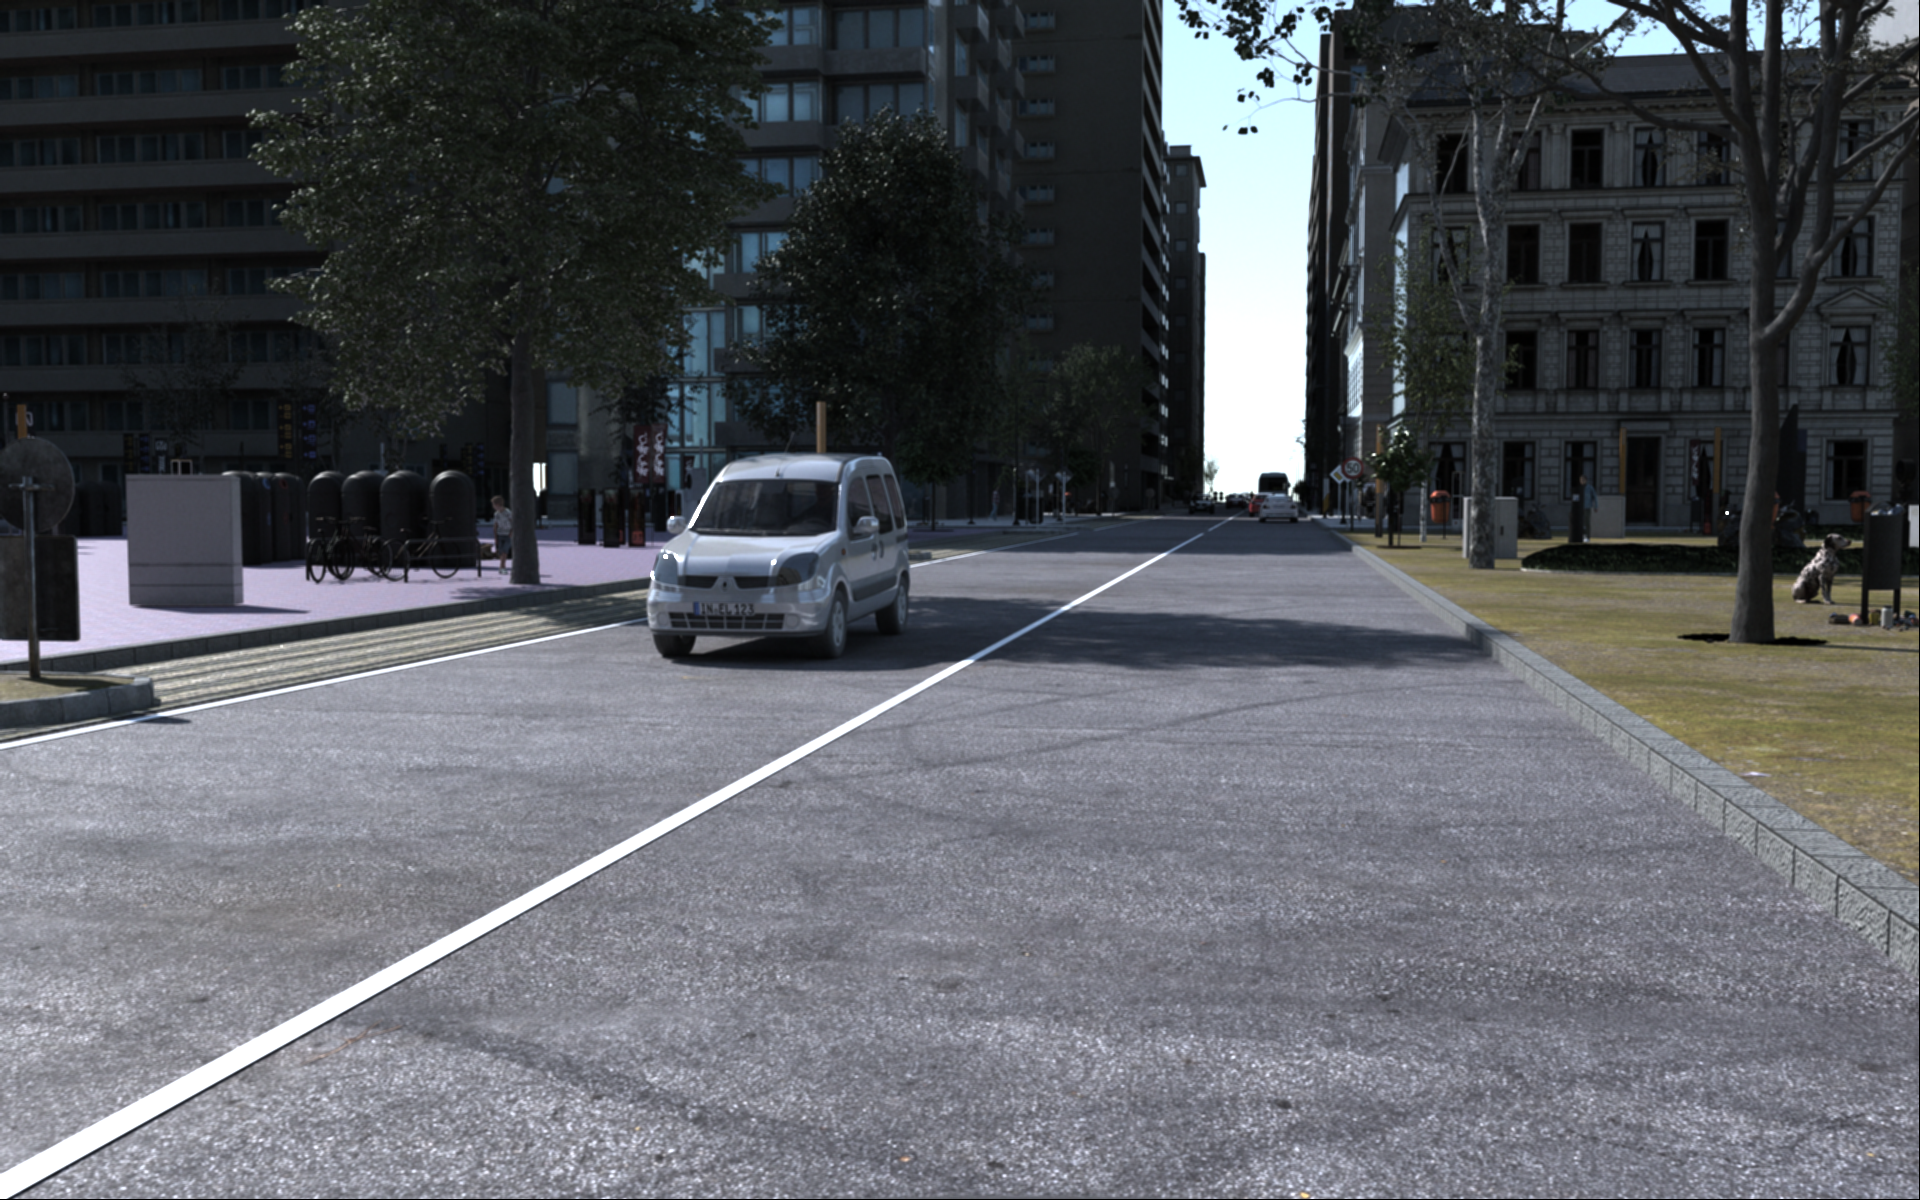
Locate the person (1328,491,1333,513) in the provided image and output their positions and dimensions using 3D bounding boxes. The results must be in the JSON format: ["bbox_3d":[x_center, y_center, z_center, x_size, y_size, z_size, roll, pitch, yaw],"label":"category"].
[{"bbox_3d":[24.702,-6.742,116.236,0.622,1.834,0.822,-1,4,-8],"label":"person"}]

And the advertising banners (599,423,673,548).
[{"bbox_3d":[-7.893,-2.807,42.085,0.090,3.025,2.074,3,5,42],"label":"advertising banners"}]

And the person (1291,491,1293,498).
[{"bbox_3d":[53.291,-16.614,277.823,0.705,1.807,1.348,1,4,9],"label":"person"}]

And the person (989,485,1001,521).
[{"bbox_3d":[1.650,-4.603,82.146,0.643,1.720,0.563,0,4,-5],"label":"person"}]

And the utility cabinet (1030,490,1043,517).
[{"bbox_3d":[3.975,-5.261,94.696,1.173,1.500,0.318,2,4,27],"label":"utility cabinet"}]

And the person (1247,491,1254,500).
[{"bbox_3d":[35.770,-12.488,212.302,1.348,1.869,0.705,0,4,6],"label":"person"}]

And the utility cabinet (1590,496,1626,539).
[{"bbox_3d":[18.781,-2.397,50.358,1.020,1.237,0.306,2,4,35],"label":"utility cabinet"}]

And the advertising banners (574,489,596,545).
[{"bbox_3d":[-8.754,-2.916,43.860,2.074,3.025,0.090,0,4,5],"label":"advertising banners"}]

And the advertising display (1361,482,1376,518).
[{"bbox_3d":[21.984,-5.369,93.000,0.974,1.923,0.123,-1,4,-16],"label":"advertising display"}]

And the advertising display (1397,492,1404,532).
[{"bbox_3d":[14.815,-3.288,58.974,0.123,1.923,0.974,-1,4,-14],"label":"advertising display"}]

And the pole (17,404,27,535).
[{"bbox_3d":[-21.349,-2.793,39.502,0.158,3.312,0.155,0,3,0],"label":"pole"}]

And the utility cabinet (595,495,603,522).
[{"bbox_3d":[-16.553,-4.127,78.632,1.020,1.237,0.306,2,4,33],"label":"utility cabinet"}]

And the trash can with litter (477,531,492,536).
[{"bbox_3d":[-15.504,-2.596,53.509,2.233,1.210,1.678,2,4,26],"label":"trash can with litter"}]

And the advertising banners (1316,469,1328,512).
[{"bbox_3d":[25.445,-7.664,121.498,0.090,3.025,2.074,-2,4,-25],"label":"advertising banners"}]

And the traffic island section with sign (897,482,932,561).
[{"bbox_3d":[-1.683,-1.790,37.891,1.989,1.847,2.006,1,4,10],"label":"traffic island section with sign"}]

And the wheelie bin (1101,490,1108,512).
[{"bbox_3d":[10.026,-6.924,121.121,0.693,1.594,0.980,0,4,5],"label":"wheelie bin"}]

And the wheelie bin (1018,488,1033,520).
[{"bbox_3d":[3.214,-4.793,86.266,0.980,1.594,0.693,3,5,39],"label":"wheelie bin"}]

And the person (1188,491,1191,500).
[{"bbox_3d":[24.037,-10.501,181.102,0.530,1.710,0.541,2,4,29],"label":"person"}]

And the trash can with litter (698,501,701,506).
[{"bbox_3d":[-17.403,-6.451,116.864,1.055,1.170,0.624,0,4,8],"label":"trash can with litter"}]

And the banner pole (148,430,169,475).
[{"bbox_3d":[-31.353,-4.751,67.696,0.863,3.779,0.401,-2,4,-26],"label":"banner pole"}]

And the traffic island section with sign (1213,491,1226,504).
[{"bbox_3d":[41.750,-16.367,276.227,1.989,1.847,2.006,1,4,10],"label":"traffic island section with sign"}]

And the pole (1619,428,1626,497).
[{"bbox_3d":[20.389,-3.639,53.335,0.158,3.312,0.155,0,3,0],"label":"pole"}]

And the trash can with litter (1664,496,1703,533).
[{"bbox_3d":[24.503,-2.825,57.254,1.678,1.210,2.233,-1,4,-14],"label":"trash can with litter"}]

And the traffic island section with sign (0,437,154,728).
[{"bbox_3d":[-6.509,-0.168,11.369,1.989,1.847,2.006,1,4,10],"label":"traffic island section with sign"}]

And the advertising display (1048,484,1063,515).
[{"bbox_3d":[5.977,-6.268,107.701,0.974,1.923,0.123,1,4,12],"label":"advertising display"}]

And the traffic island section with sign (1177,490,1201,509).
[{"bbox_3d":[22.105,-9.778,168.496,1.989,1.847,2.006,1,4,10],"label":"traffic island section with sign"}]

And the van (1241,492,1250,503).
[{"bbox_3d":[47.823,-17.336,290.449,2.013,2.044,4.112,1,4,11],"label":"van"}]

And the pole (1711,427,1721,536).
[{"bbox_3d":[23.056,-3.606,52.799,0.158,3.312,0.155,0,3,0],"label":"pole"}]

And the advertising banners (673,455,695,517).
[{"bbox_3d":[-13.006,-5.022,78.304,2.074,3.025,0.090,-1,4,-9],"label":"advertising banners"}]

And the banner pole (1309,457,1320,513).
[{"bbox_3d":[24.189,-7.818,117.838,0.863,3.779,0.401,0,4,3],"label":"banner pole"}]

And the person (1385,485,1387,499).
[{"bbox_3d":[23.546,-5.459,95.410,0.853,1.813,0.709,2,4,32],"label":"person"}]

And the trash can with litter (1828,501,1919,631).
[{"bbox_3d":[9.479,-0.373,17.150,2.233,1.210,1.678,-2,4,-28],"label":"trash can with litter"}]

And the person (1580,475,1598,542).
[{"bbox_3d":[16.685,-2.435,46.193,0.444,1.785,0.601,-2,4,-34],"label":"person"}]

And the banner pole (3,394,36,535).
[{"bbox_3d":[-23.677,-3.276,43.577,0.863,3.779,0.401,-2,4,-24],"label":"banner pole"}]

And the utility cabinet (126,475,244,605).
[{"bbox_3d":[-8.862,-0.681,19.820,1.173,1.500,0.318,0,4,-2],"label":"utility cabinet"}]

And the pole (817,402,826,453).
[{"bbox_3d":[-3.060,-2.718,38.280,0.158,3.312,0.155,0,3,0],"label":"pole"}]

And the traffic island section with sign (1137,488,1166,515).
[{"bbox_3d":[13.125,-6.757,119.102,1.989,1.847,2.006,1,4,10],"label":"traffic island section with sign"}]

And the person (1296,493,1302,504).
[{"bbox_3d":[44.424,-13.408,226.057,1.217,1.735,0.721,1,4,16],"label":"person"}]

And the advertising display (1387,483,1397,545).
[{"bbox_3d":[10.678,-2.304,42.880,0.123,1.923,0.974,1,4,13],"label":"advertising display"}]

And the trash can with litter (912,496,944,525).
[{"bbox_3d":[-1.151,-3.708,71.688,1.678,1.210,2.233,1,4,22],"label":"trash can with litter"}]

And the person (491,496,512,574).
[{"bbox_3d":[-7.314,-1.042,27.771,0.352,1.250,0.332,-3,4,-39],"label":"person"}]

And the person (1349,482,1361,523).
[{"bbox_3d":[17.809,-4.406,77.967,0.818,1.842,0.514,-2,4,-26],"label":"person"}]

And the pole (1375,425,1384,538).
[{"bbox_3d":[12.388,-3.504,51.138,0.158,3.312,0.155,0,3,0],"label":"pole"}]

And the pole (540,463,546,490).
[{"bbox_3d":[-27.654,-7.374,114.414,0.158,3.312,0.155,0,3,0],"label":"pole"}]

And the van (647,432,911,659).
[{"bbox_3d":[-1.620,-0.580,16.490,2.013,2.044,4.112,1,4,10],"label":"van"}]

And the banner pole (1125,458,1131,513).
[{"bbox_3d":[11.559,-7.948,119.965,0.401,3.779,0.863,-1,4,-16],"label":"banner pole"}]

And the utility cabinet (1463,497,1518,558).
[{"bbox_3d":[10.631,-1.441,34.717,1.020,1.237,0.306,0,4,-1],"label":"utility cabinet"}]

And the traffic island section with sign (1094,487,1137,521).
[{"bbox_3d":[8.175,-5.100,92.008,1.989,1.847,2.006,1,4,10],"label":"traffic island section with sign"}]

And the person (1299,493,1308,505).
[{"bbox_3d":[41.528,-12.444,209.522,1.348,1.821,0.705,-1,4,-19],"label":"person"}]

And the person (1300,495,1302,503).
[{"bbox_3d":[51.855,-15.735,262.947,0.705,1.869,1.348,1,4,23],"label":"person"}]

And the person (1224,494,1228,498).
[{"bbox_3d":[45.213,-17.250,293.800,1.065,1.426,0.557,-3,4,-37],"label":"person"}]

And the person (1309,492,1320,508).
[{"bbox_3d":[31.576,-8.882,154.488,0.991,1.433,0.599,1,4,13],"label":"person"}]

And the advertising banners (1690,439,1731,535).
[{"bbox_3d":[23.460,-3.549,54.208,0.090,3.025,2.074,-1,4,-11],"label":"advertising banners"}]

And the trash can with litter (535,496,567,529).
[{"bbox_3d":[-15.575,-3.225,63.790,1.678,1.210,2.233,-2,4,-33],"label":"trash can with litter"}]

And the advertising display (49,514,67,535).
[{"bbox_3d":[-25.157,-2.630,48.208,0.974,1.923,0.123,3,4,38],"label":"advertising display"}]

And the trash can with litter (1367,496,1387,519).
[{"bbox_3d":[21.791,-4.827,90.316,1.055,1.170,0.624,-2,4,-27],"label":"trash can with litter"}]
